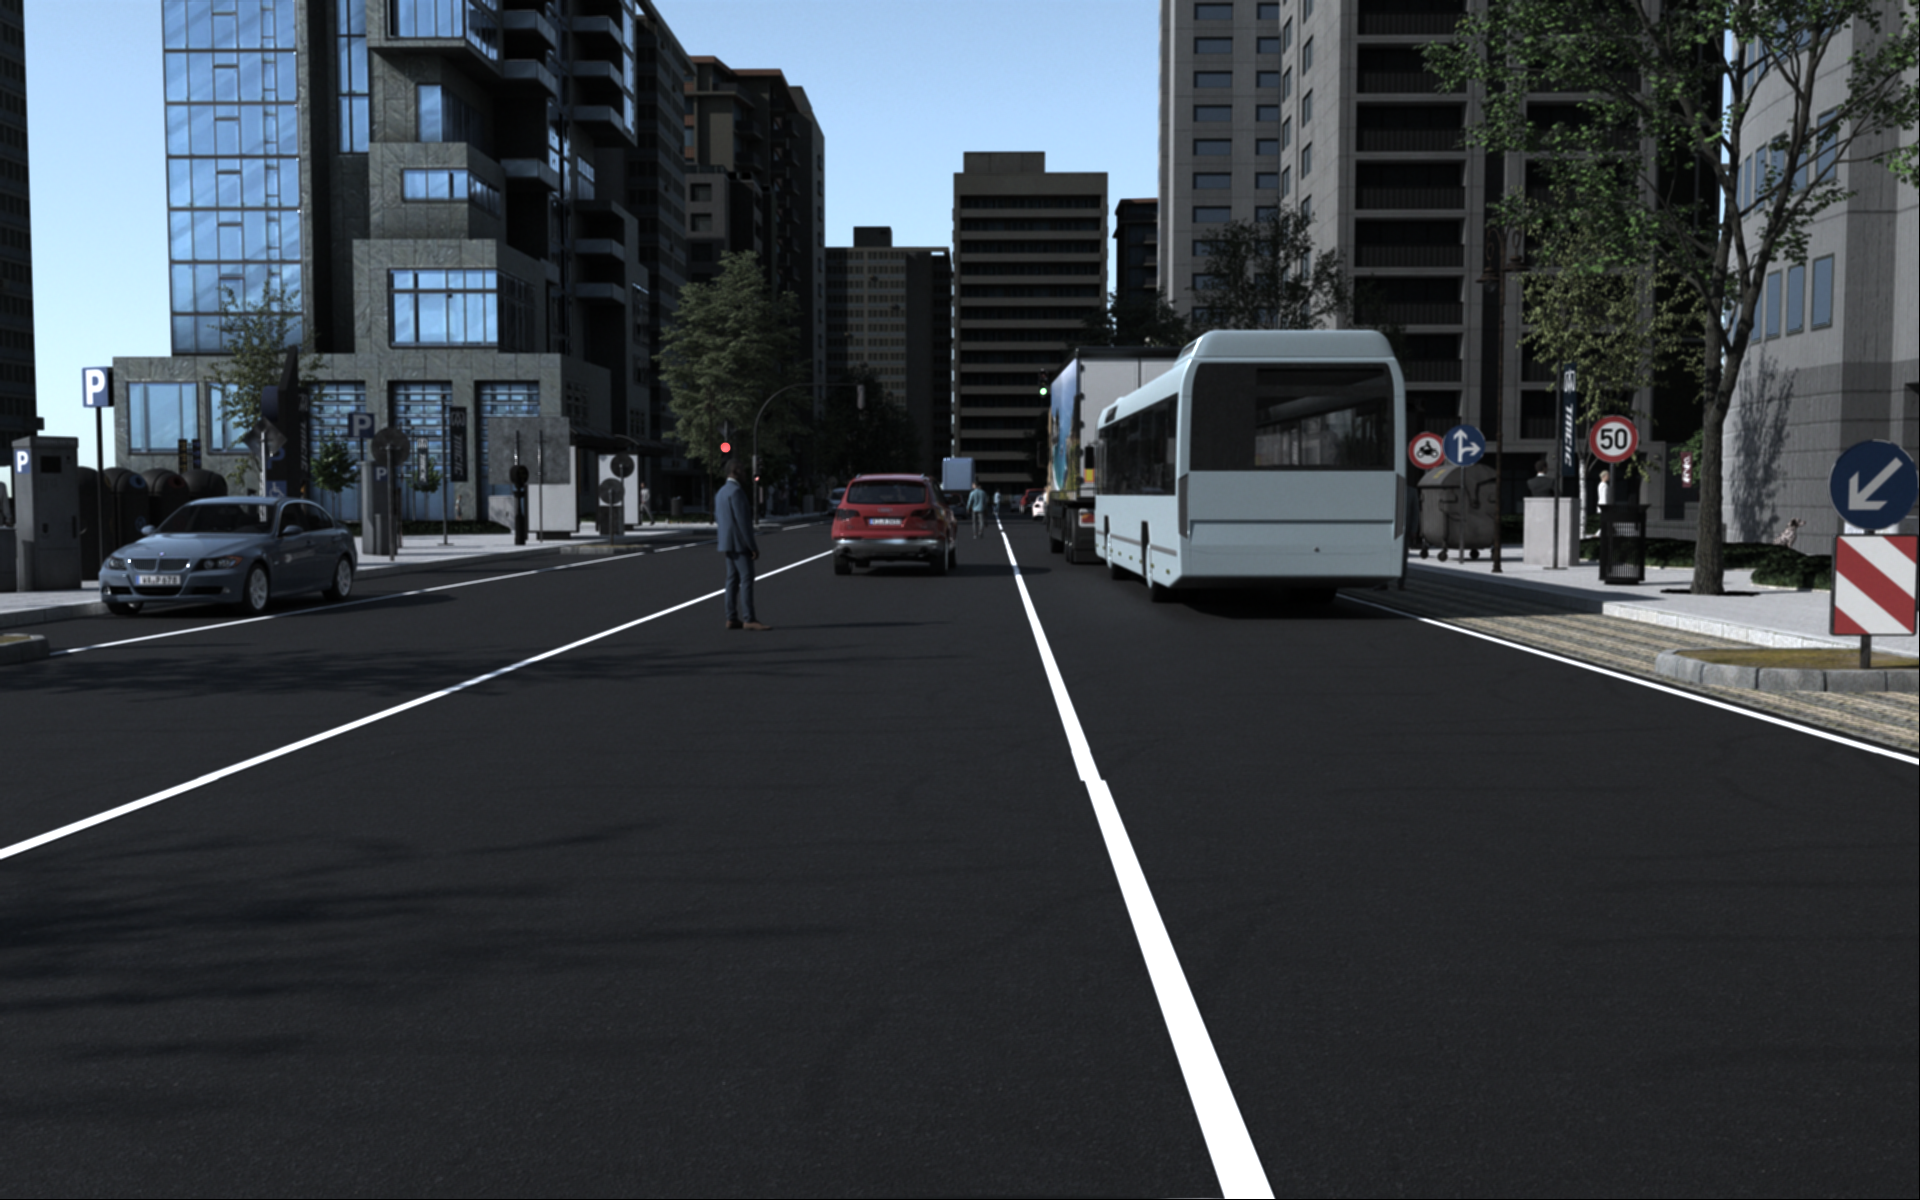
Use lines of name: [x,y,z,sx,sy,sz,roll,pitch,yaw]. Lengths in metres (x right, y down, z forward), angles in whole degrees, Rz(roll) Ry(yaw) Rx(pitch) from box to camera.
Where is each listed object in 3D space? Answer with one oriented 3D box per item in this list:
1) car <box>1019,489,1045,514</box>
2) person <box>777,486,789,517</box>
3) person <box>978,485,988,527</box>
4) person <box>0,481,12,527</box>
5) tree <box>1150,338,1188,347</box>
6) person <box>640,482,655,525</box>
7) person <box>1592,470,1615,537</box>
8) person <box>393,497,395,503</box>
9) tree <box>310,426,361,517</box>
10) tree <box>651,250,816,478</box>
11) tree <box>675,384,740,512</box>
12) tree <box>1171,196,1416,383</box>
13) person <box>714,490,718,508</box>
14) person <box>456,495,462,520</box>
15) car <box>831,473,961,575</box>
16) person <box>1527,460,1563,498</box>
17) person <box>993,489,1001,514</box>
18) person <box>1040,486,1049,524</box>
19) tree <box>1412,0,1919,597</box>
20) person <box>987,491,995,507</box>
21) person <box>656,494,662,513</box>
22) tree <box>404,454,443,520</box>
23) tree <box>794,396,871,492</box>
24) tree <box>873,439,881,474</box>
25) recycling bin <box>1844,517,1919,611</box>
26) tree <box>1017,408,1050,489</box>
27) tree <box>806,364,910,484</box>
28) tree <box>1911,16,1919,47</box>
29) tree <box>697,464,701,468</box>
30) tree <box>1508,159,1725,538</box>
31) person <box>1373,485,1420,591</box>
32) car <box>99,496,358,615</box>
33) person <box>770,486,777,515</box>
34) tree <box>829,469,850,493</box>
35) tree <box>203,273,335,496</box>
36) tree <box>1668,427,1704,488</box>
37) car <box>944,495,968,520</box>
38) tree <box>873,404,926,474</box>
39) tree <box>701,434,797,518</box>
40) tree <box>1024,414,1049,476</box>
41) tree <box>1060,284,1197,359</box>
car: [5.464,-7.136,125.354,2.281,1.827,5.304,0,4,-1]
person: [-9.909,-5.499,96.538,0.593,1.750,0.643,-3,4,-38]
person: [0.895,-4.029,74.487,0.709,1.813,0.853,2,4,25]
person: [-14.546,-1.194,25.916,0.694,1.780,0.624,-2,4,-31]
tree: [9.811,-7.952,80.384,4.737,8.622,4.395,0,3,0]
person: [-12.950,-3.976,71.326,0.678,1.792,0.850,3,5,43]
person: [15.293,-2.158,41.211,0.818,1.842,0.514,-1,4,-15]
person: [-24.126,-4.070,72.952,0.716,1.782,0.532,-1,4,-21]
tree: [-17.719,-3.347,49.319,1.663,3.219,1.824,0,3,0]
tree: [-10.446,-9.931,80.499,7.486,12.596,7.792,0,3,0]
tree: [-16.833,-10.050,114.675,4.737,8.622,4.395,0,3,0]
tree: [10.025,-7.282,53.470,8.767,10.594,7.601,2,4,27]
person: [-17.403,-7.109,124.078,0.330,1.601,0.589,3,4,36]
person: [-22.641,-4.139,78.404,0.332,1.250,0.352,-2,4,-34]
car: [-1.151,-1.440,32.224,2.281,1.827,5.304,0,4,3]
person: [10.791,-1.622,31.928,0.648,1.900,0.474,1,4,23]
person: [2.670,-7.041,123.889,0.793,1.790,0.793,2,4,24]
person: [4.084,-4.480,81.847,0.850,1.850,0.679,-3,4,-38]
tree: [9.747,-5.874,21.789,9.928,11.665,9.643,0,3,0]
person: [3.451,-11.322,194.142,1.217,1.766,0.721,0,4,3]
person: [-16.090,-5.037,92.665,0.640,1.303,0.475,1,4,15]
tree: [-23.444,-4.995,76.268,1.663,3.219,1.824,0,3,0]
tree: [-10.022,-10.950,129.389,4.737,8.622,4.395,0,3,0]
tree: [-9.245,-14.228,182.995,4.737,8.622,4.395,0,3,0]
recycling bin: [10.370,-0.410,19.265,0.722,1.027,0.722,-1,4,-19]
tree: [12.100,-18.726,223.174,9.611,12.733,9.660,0,3,0]
tree: [-9.071,-14.413,152.662,9.611,12.733,9.660,0,3,0]
tree: [8.704,-5.505,7.007,9.611,12.733,9.660,0,3,0]
tree: [-14.789,-7.652,108.831,4.285,4.588,4.351,0,3,0]
tree: [13.921,-5.367,38.107,4.737,8.622,4.395,0,3,0]
person: [6.470,-1.042,25.637,0.635,1.810,0.391,1,4,18]
car: [-9.152,-0.613,22.026,2.014,1.417,4.499,0,4,1]
person: [-11.407,-6.128,106.403,0.590,1.801,0.661,0,4,-7]
tree: [-9.603,-8.546,134.323,1.663,3.219,1.824,0,3,0]
tree: [-23.541,-6.617,58.555,4.737,8.622,4.395,0,3,0]
tree: [33.185,-5.667,76.370,4.285,4.588,4.351,0,3,0]
car: [-0.479,-5.233,97.556,2.014,1.417,4.499,0,4,2]
tree: [-7.776,-18.386,218.733,7.486,12.596,7.792,0,3,0]
tree: [-10.476,-6.608,91.747,4.285,4.588,4.351,0,3,0]
tree: [11.169,-15.495,187.748,7.601,10.594,8.767,2,4,32]
tree: [10.693,-12.086,104.255,9.857,13.997,8.962,0,3,0]
